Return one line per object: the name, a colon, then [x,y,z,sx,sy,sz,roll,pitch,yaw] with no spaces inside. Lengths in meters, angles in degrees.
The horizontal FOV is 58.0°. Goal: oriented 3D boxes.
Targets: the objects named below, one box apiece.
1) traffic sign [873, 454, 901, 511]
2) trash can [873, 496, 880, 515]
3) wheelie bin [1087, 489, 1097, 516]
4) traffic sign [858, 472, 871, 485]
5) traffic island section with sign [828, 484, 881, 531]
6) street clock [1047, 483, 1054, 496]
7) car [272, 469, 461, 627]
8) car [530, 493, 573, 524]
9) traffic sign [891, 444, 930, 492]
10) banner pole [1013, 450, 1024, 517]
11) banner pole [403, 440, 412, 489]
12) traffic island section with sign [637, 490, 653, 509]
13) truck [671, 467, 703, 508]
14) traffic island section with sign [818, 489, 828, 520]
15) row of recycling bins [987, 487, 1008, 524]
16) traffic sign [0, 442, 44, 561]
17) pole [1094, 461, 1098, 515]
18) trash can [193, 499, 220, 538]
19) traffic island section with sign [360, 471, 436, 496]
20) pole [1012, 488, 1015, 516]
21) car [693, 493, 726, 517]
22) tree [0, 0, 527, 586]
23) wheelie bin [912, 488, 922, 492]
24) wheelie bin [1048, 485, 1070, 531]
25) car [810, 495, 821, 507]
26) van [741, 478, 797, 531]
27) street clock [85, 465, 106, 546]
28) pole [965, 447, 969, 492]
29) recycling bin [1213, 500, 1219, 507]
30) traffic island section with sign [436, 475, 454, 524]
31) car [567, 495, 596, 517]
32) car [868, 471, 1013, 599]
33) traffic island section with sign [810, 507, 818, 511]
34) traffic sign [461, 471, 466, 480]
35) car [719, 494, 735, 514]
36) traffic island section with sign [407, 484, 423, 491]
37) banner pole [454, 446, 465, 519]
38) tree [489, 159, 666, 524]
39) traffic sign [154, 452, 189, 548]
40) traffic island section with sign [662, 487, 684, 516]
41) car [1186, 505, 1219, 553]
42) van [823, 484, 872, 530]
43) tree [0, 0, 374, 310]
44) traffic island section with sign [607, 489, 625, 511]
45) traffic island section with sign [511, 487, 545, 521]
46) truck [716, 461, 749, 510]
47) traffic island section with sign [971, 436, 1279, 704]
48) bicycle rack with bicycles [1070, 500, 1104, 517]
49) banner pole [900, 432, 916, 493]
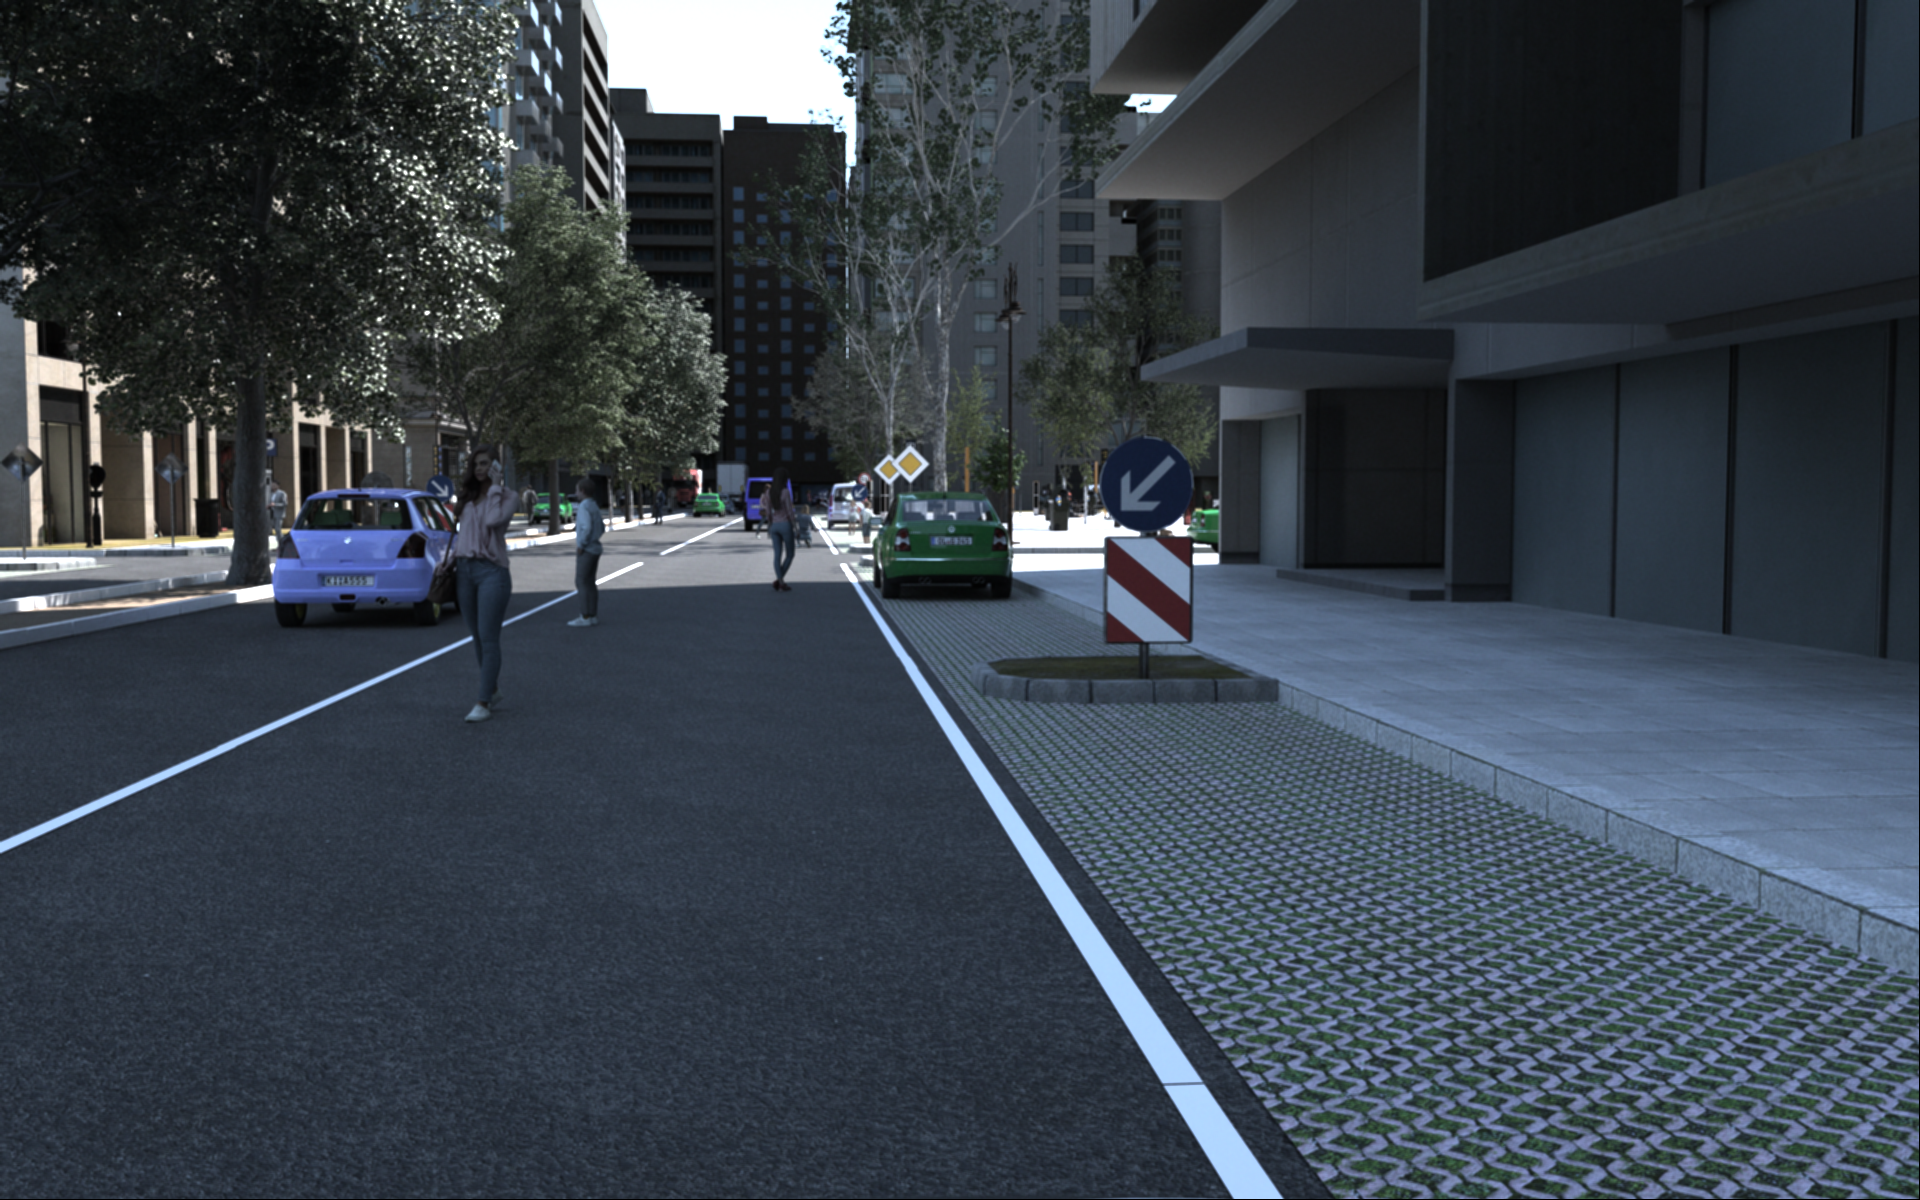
traffic sign: [-1.752,-2.397,42.840,0.795,2.450,0.064,0,4,-5]
trash can: [-4.895,-5.650,104.027,0.748,1.137,0.748,0,3,0]
wheelie bin: [7.724,-5.770,102.254,0.693,1.594,0.980,0,4,8]
traffic sign: [-5.631,-6.243,102.182,0.768,2.556,0.104,0,4,-1]
traffic island section with sign: [-4.034,-3.595,67.411,1.989,1.847,2.006,0,4,-5]
street clock: [5.983,-6.746,114.863,0.358,2.002,0.471,3,4,36]
car: [-6.675,-0.641,20.074,1.945,1.707,3.694,0,4,-7]
car: [-19.823,-4.591,83.864,1.959,1.807,4.718,0,4,-7]
traffic sign: [-1.003,-1.911,34.890,0.795,2.450,0.064,0,4,-5]
banner pole: [3.267,-6.576,97.529,0.401,3.779,0.863,3,4,38]
banner pole: [-25.544,-5.505,80.028,0.863,3.779,0.401,3,5,43]
traffic island section with sign: [-30.544,-9.839,169.503,1.989,1.847,2.006,0,4,-5]
truck: [-28.915,-11.939,184.119,2.839,4.237,11.283,0,4,-4]
traffic island section with sign: [-6.567,-5.237,94.247,1.989,1.847,2.006,0,4,-5]
row of recycling bins: [1.676,-4.262,76.801,1.069,1.692,3.534,0,4,0]
traffic sign: [-18.024,-1.815,33.314,0.795,2.450,0.064,0,4,-5]
pole: [8.504,-7.002,108.326,0.158,3.312,0.155,0,3,0]
trash can: [-22.108,-2.397,50.850,0.748,1.137,0.748,0,3,0]
traffic island section with sign: [-11.653,-1.595,34.208,2.006,1.907,1.989,0,4,-5]
pole: [3.172,-6.685,103.149,0.158,3.312,0.155,0,3,0]
car: [-15.621,-6.063,107.920,1.959,1.807,4.718,0,4,-4]
tree: [-11.207,-7.208,26.959,9.857,13.997,8.962,0,3,0]
wheelie bin: [-2.282,-5.043,90.359,0.693,1.594,0.980,-3,5,-42]
wheelie bin: [3.451,-3.194,60.125,0.693,1.594,0.980,-1,4,-14]
car: [-14.573,-10.031,176.582,1.945,1.354,3.894,0,4,-4]
van: [-7.548,-3.920,68.476,2.240,2.365,5.245,0,4,-6]
street clock: [-21.528,-2.361,43.166,0.471,2.002,0.358,-2,4,-24]
pole: [0.308,-4.979,75.246,0.158,3.312,0.155,0,3,0]
recycling bin: [11.445,-4.018,78.242,0.722,1.027,0.722,-1,4,-11]
traffic island section with sign: [-12.338,-2.046,41.584,2.006,1.907,1.989,0,4,-5]
car: [-21.224,-5.164,96.428,2.014,1.417,4.499,0,4,-6]
car: [-0.320,-0.994,25.044,1.959,1.807,4.718,0,4,-5]
traffic island section with sign: [-13.865,-9.980,171.806,1.989,1.847,2.006,0,4,-5]
traffic sign: [-24.870,-5.357,87.699,0.768,2.556,0.104,0,4,-5]
car: [-16.968,-6.779,122.831,2.014,1.417,4.499,0,4,-4]
traffic island section with sign: [-20.781,-3.500,65.849,1.989,1.847,2.006,0,4,-5]
banner pole: [-26.119,-6.145,90.492,0.863,3.779,0.401,2,4,30]
tree: [-12.484,-6.615,45.018,8.767,10.594,7.601,0,4,-5]
traffic sign: [-18.773,-2.301,41.264,0.795,2.450,0.064,0,4,-5]
traffic island section with sign: [-19.393,-6.621,116.391,2.006,1.907,1.989,0,4,-5]
car: [7.714,-1.951,40.700,4.718,1.807,1.959,0,4,-4]
van: [-4.583,-3.896,70.715,2.013,2.044,4.112,0,4,-5]
tree: [-10.000,-4.941,17.658,8.767,10.594,7.601,0,4,-5]
traffic island section with sign: [-28.023,-8.198,142.665,1.989,1.847,2.006,0,4,-5]
traffic island section with sign: [-23.325,-5.153,92.882,1.989,1.847,2.006,0,4,-5]
truck: [-20.142,-10.132,154.566,2.839,4.237,11.283,0,4,-4]
traffic island section with sign: [1.111,-0.249,12.704,1.989,1.847,2.006,0,4,-5]
bicycle rack with bicycles: [6.984,-5.250,99.225,2.852,0.926,2.925,2,4,28]
banner pole: [-2.128,-4.874,69.699,0.863,3.779,0.401,-1,4,-20]
